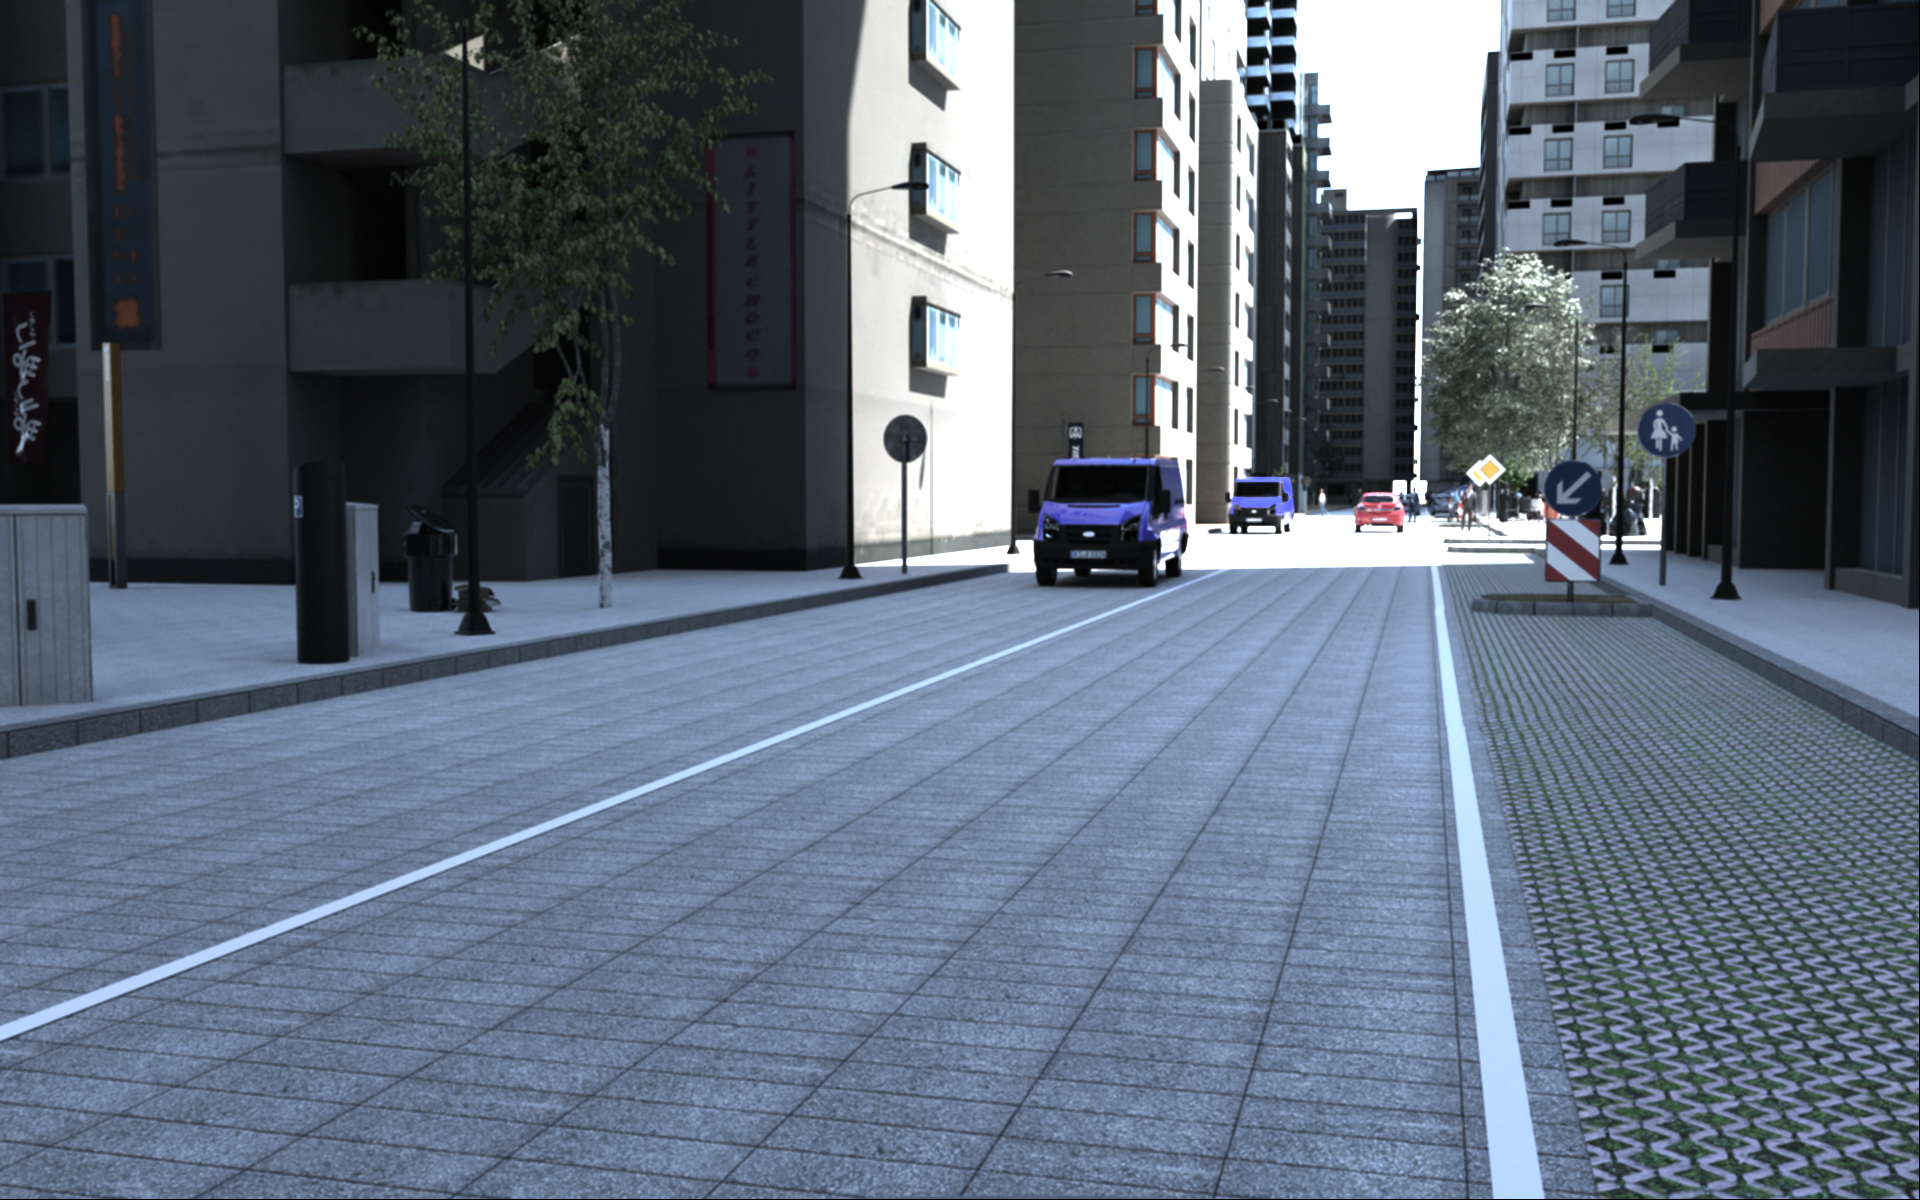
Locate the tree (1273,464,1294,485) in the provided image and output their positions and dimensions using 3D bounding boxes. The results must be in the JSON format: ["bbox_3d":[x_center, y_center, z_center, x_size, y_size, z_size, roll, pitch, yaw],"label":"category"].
[{"bbox_3d":[20.621,-7.154,111.562,1.663,3.219,1.824,0,3,0],"label":"tree"}]

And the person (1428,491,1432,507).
[{"bbox_3d":[53.550,-11.528,196.913,1.348,1.831,0.705,-3,5,-40],"label":"person"}]

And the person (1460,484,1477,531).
[{"bbox_3d":[19.495,-3.543,66.385,0.622,1.834,0.822,1,4,10],"label":"person"}]

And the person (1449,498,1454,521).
[{"bbox_3d":[26.506,-4.864,93.037,0.382,1.210,0.505,-2,4,-25],"label":"person"}]

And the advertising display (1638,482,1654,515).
[{"bbox_3d":[36.548,-5.328,92.334,0.123,1.923,0.974,-2,4,-27],"label":"advertising display"}]

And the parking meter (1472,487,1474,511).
[{"bbox_3d":[35.656,-7.045,120.901,0.399,1.863,0.255,-1,4,-14],"label":"parking meter"}]

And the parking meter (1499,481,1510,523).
[{"bbox_3d":[24.493,-4.417,77.923,0.255,1.863,0.399,-3,4,-36],"label":"parking meter"}]

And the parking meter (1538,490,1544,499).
[{"bbox_3d":[36.696,-6.177,109.403,0.372,1.533,0.369,0,3,0],"label":"parking meter"}]

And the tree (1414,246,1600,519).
[{"bbox_3d":[28.583,-11.255,90.678,9.857,13.997,8.962,0,3,0],"label":"tree"}]

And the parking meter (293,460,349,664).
[{"bbox_3d":[-4.870,-0.293,13.207,0.372,1.533,0.369,0,3,0],"label":"parking meter"}]

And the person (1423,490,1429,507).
[{"bbox_3d":[50.747,-11.012,188.417,0.709,1.838,0.599,-1,4,-19],"label":"person"}]

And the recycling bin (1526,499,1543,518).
[{"bbox_3d":[30.876,-4.925,93.081,0.722,1.027,0.722,3,4,37],"label":"recycling bin"}]

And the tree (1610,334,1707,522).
[{"bbox_3d":[32.287,-7.935,80.092,4.737,8.622,4.395,0,3,0],"label":"tree"}]

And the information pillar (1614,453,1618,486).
[{"bbox_3d":[37.415,-6.558,98.573,0.183,3.616,0.504,-2,4,-28],"label":"information pillar"}]

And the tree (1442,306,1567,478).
[{"bbox_3d":[33.012,-11.429,104.998,7.486,12.596,7.792,0,3,0],"label":"tree"}]

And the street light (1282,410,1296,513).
[{"bbox_3d":[17.676,-7.566,96.243,1.470,5.913,1.316,1,4,15],"label":"street light"}]

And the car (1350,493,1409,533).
[{"bbox_3d":[15.835,-3.447,65.396,2.155,1.783,4.494,1,4,13],"label":"car"}]

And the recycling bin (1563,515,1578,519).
[{"bbox_3d":[23.650,-3.304,66.566,0.722,1.027,0.722,0,4,-1],"label":"recycling bin"}]

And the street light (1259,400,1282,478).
[{"bbox_3d":[14.944,-6.917,85.637,1.470,5.913,1.316,1,4,15],"label":"street light"}]

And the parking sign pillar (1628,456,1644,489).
[{"bbox_3d":[46.526,-7.997,119.217,1.447,3.967,1.447,-3,5,-41],"label":"parking sign pillar"}]

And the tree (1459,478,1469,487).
[{"bbox_3d":[54.872,-11.900,189.168,1.663,3.219,1.824,0,3,0],"label":"tree"}]

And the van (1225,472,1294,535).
[{"bbox_3d":[11.018,-3.601,63.259,2.240,2.365,5.245,1,4,16],"label":"van"}]

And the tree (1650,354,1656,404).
[{"bbox_3d":[28.427,-7.664,75.661,4.360,8.622,3.978,0,3,0],"label":"tree"}]

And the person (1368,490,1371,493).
[{"bbox_3d":[38.167,-9.344,161.291,0.705,1.823,1.348,-3,5,-41],"label":"person"}]

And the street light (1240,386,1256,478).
[{"bbox_3d":[12.031,-6.268,75.029,1.470,5.913,1.316,1,4,15],"label":"street light"}]

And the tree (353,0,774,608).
[{"bbox_3d":[-4.239,-4.213,19.248,4.737,8.622,4.395,0,3,0],"label":"tree"}]

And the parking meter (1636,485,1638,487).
[{"bbox_3d":[43.941,-6.507,112.107,0.399,1.863,0.255,0,4,0],"label":"parking meter"}]

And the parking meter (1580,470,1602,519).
[{"bbox_3d":[13.782,-1.964,37.825,0.399,1.863,0.255,-1,4,-9],"label":"parking meter"}]

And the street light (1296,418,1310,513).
[{"bbox_3d":[20.550,-8.200,106.605,1.470,5.913,1.316,1,4,15],"label":"street light"}]

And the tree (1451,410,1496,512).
[{"bbox_3d":[38.042,-10.613,123.881,4.737,8.622,4.395,0,3,0],"label":"tree"}]

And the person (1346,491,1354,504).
[{"bbox_3d":[46.113,-11.979,204.447,1.348,1.812,0.705,-2,4,-33],"label":"person"}]

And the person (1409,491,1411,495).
[{"bbox_3d":[50.609,-11.377,195.228,0.721,1.735,1.217,2,4,34],"label":"person"}]

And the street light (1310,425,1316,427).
[{"bbox_3d":[23.299,-8.839,117.066,1.470,5.913,1.316,1,4,15],"label":"street light"}]

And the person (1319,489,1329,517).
[{"bbox_3d":[22.502,-5.981,106.968,0.598,1.740,0.731,2,4,27],"label":"person"}]

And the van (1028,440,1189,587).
[{"bbox_3d":[2.554,-1.486,28.678,2.240,2.365,5.245,1,4,14],"label":"van"}]

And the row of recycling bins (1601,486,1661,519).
[{"bbox_3d":[34.727,-5.101,90.506,3.534,1.692,1.069,2,4,25],"label":"row of recycling bins"}]

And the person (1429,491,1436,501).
[{"bbox_3d":[45.430,-9.587,166.188,0.756,1.711,0.436,1,4,15],"label":"person"}]

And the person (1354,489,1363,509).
[{"bbox_3d":[26.925,-6.514,115.216,0.699,1.804,1.509,-3,5,-44],"label":"person"}]

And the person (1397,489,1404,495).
[{"bbox_3d":[32.920,-7.386,129.218,1.348,1.831,0.705,1,4,19],"label":"person"}]

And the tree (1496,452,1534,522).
[{"bbox_3d":[25.125,-5.175,79.211,1.663,3.219,1.824,0,3,0],"label":"tree"}]

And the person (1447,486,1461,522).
[{"bbox_3d":[25.136,-4.865,87.912,0.748,1.841,0.638,2,4,27],"label":"person"}]

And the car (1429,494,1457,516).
[{"bbox_3d":[32.296,-6.322,115.372,2.014,1.417,4.499,1,4,14],"label":"car"}]

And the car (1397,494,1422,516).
[{"bbox_3d":[29.973,-6.376,116.254,2.014,1.417,4.499,1,4,16],"label":"car"}]

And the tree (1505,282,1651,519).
[{"bbox_3d":[21.333,-6.779,61.193,4.360,8.622,3.978,0,3,0],"label":"tree"}]

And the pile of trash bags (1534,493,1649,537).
[{"bbox_3d":[19.546,-2.680,53.576,1.912,1.369,3.447,-3,5,-40],"label":"pile of trash bags"}]

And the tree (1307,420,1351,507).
[{"bbox_3d":[36.874,-13.638,173.341,4.360,8.622,3.978,0,3,0],"label":"tree"}]

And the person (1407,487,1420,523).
[{"bbox_3d":[22.809,-4.799,87.141,0.419,1.800,0.721,-3,4,-37],"label":"person"}]
